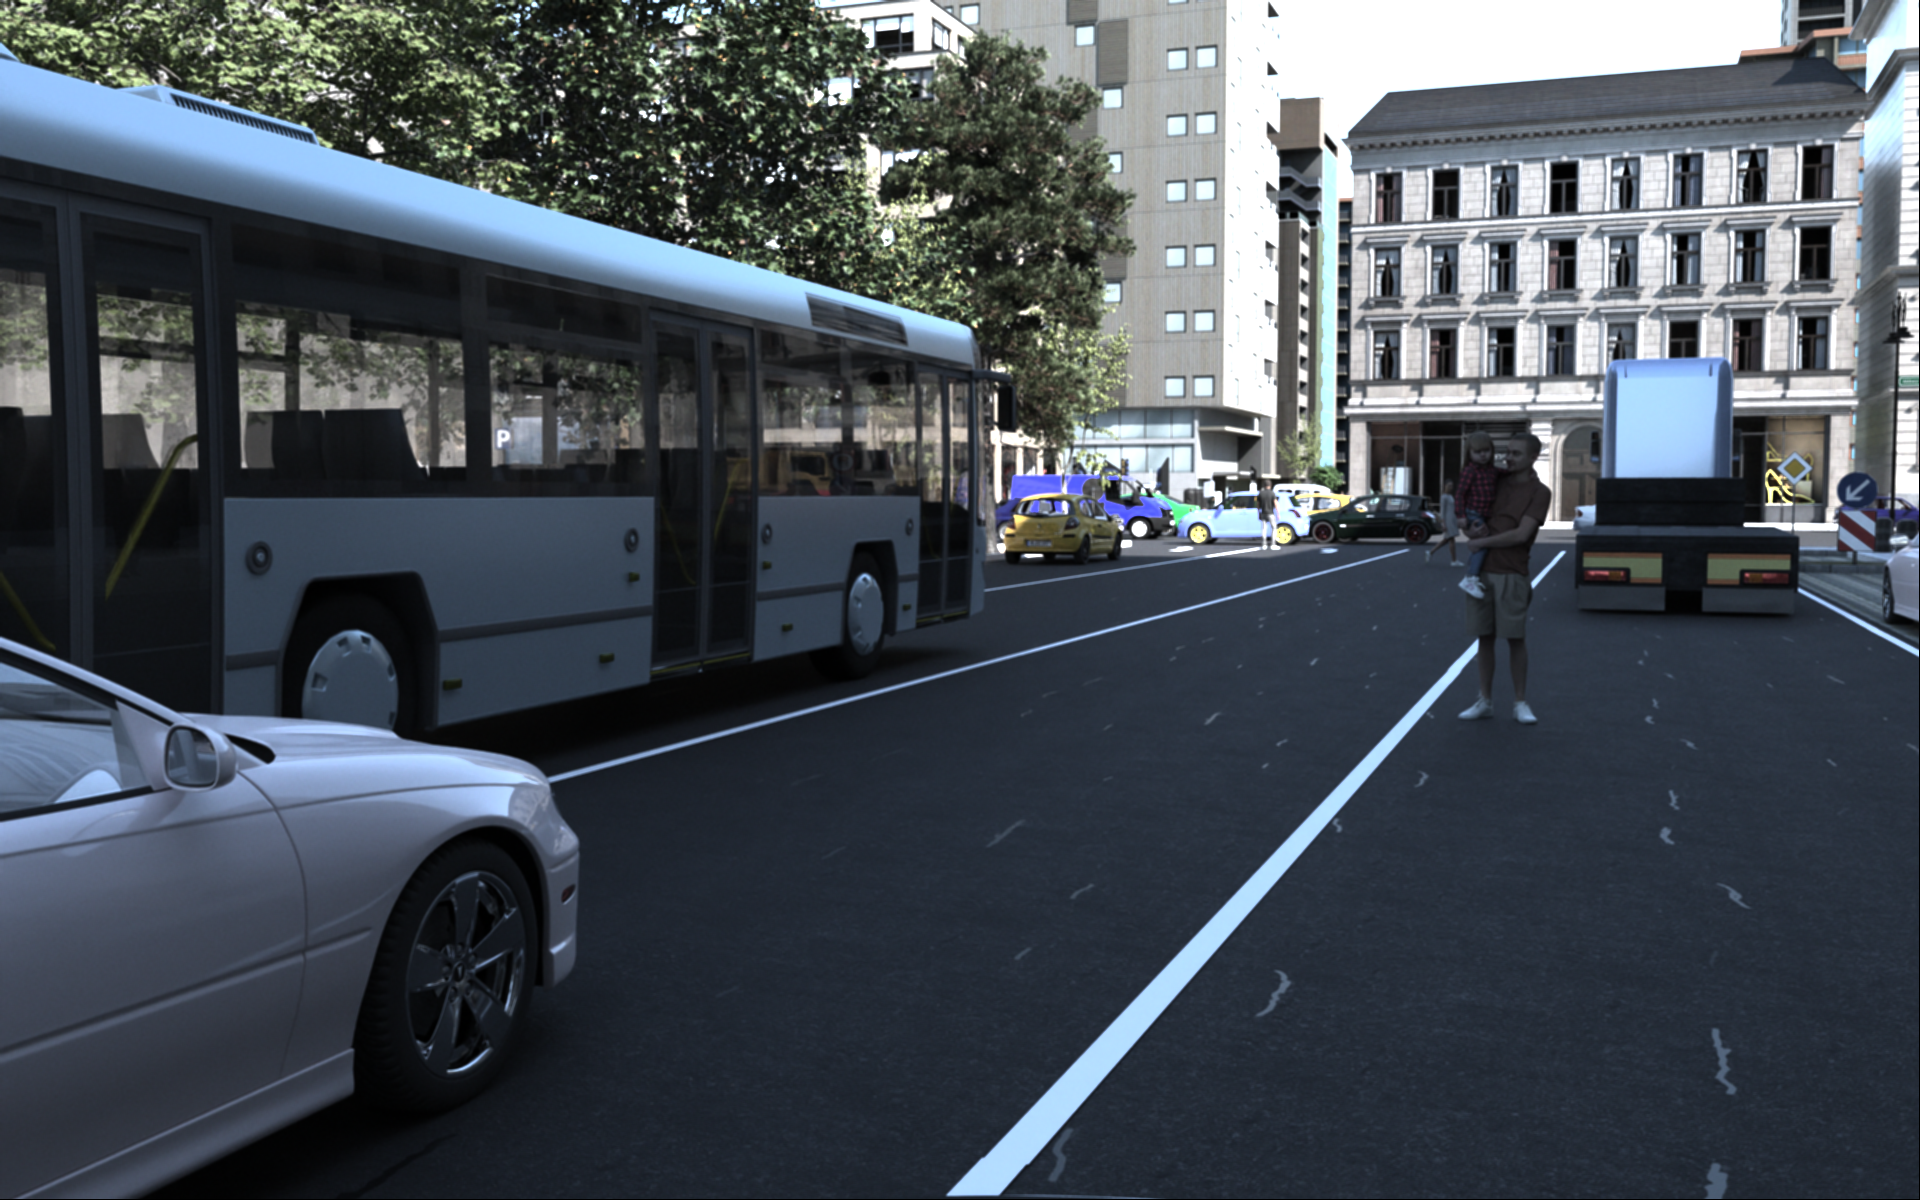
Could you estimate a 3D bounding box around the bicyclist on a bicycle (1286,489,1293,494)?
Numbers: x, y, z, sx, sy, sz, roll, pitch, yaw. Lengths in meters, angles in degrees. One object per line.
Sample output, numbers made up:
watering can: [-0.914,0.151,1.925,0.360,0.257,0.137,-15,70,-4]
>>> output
bicyclist on a bicycle: [12.408,-3.361,64.967,1.625,1.676,1.499,1,4,20]

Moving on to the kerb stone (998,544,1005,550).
kerb stone: [1.032,-1.329,43.927,0.120,0.150,1.000,1,4,21]

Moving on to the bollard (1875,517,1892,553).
bollard: [20.321,-1.432,38.122,0.404,0.777,0.398,0,3,0]

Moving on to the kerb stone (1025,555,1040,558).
kerb stone: [1.541,-1.046,39.354,0.120,0.150,1.000,1,4,21]

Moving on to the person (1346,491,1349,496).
person: [47.998,-12.542,214.003,0.568,1.767,0.683,3,5,43]

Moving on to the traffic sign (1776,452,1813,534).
traffic sign: [19.659,-2.276,40.849,0.795,2.450,0.064,1,4,21]

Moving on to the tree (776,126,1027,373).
tree: [-1.558,-4.957,33.868,4.737,8.622,4.395,0,3,0]

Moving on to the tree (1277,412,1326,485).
tree: [30.406,-12.416,153.367,4.737,8.622,4.395,0,3,0]

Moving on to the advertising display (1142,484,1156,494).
advertising display: [11.889,-6.354,109.106,0.974,1.923,0.123,1,4,22]

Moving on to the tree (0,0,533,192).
tree: [-7.763,-5.926,17.478,7.486,12.596,7.792,0,3,0]

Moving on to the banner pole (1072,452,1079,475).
banner pole: [6.831,-6.864,102.244,0.401,3.779,0.863,-2,4,-26]

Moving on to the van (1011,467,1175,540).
van: [4.277,-3.141,55.745,5.245,2.365,2.240,1,4,19]

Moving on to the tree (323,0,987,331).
tree: [-4.831,-6.524,26.126,9.611,12.733,9.660,0,3,0]

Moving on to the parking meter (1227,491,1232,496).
parking meter: [20.170,-7.401,129.424,0.372,1.533,0.369,0,3,0]

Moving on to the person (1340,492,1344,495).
person: [48.124,-12.796,218.262,0.990,1.755,0.434,1,4,9]

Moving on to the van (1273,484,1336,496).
van: [15.281,-4.073,73.606,4.112,2.044,2.013,1,4,20]

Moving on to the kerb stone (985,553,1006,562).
kerb stone: [0.813,-0.932,37.433,0.120,0.150,1.000,1,4,21]

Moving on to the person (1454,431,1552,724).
person: [3.393,-0.153,10.972,0.580,1.828,0.573,0,4,-2]

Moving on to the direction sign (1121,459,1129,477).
direction sign: [10.592,-7.296,111.282,0.379,3.537,0.876,3,4,37]

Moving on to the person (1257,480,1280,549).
person: [8.068,-2.239,45.237,0.598,1.807,0.434,3,5,42]

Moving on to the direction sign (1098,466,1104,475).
direction sign: [11.005,-8.735,134.808,0.876,3.537,0.379,-3,4,-39]

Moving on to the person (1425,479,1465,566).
person: [9.679,-1.545,34.518,0.760,1.731,0.466,0,4,4]

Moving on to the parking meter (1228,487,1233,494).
parking meter: [21.577,-8.101,138.162,0.255,1.863,0.399,-2,4,-35]

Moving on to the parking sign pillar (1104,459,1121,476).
parking sign pillar: [11.641,-8.798,132.324,1.447,3.967,1.447,1,4,10]

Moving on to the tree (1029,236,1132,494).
tree: [2.695,-5.637,44.992,4.737,8.622,4.395,0,3,0]

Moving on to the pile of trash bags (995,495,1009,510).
pile of trash bags: [2.042,-4.496,83.266,3.447,1.369,1.912,3,4,38]

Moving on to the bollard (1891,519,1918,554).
bollard: [19.166,-1.245,35.067,0.404,0.777,0.398,0,3,0]

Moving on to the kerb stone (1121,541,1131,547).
kerb stone: [4.463,-1.522,47.072,0.120,0.150,1.000,1,4,21]

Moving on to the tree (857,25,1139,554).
tree: [0.561,-7.027,39.411,6.751,12.117,7.091,0,3,0]

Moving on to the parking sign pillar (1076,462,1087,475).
parking sign pillar: [9.721,-9.243,139.596,1.447,3.967,1.447,-2,4,-23]

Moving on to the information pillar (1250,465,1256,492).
information pillar: [23.747,-9.115,140.388,0.504,3.616,0.183,-1,4,-15]

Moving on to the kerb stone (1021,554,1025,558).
kerb stone: [1.178,-0.984,38.393,0.120,0.150,1.000,1,4,21]

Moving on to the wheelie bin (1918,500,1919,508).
wheelie bin: [21.104,-1.788,37.149,0.980,1.594,0.693,2,4,28]

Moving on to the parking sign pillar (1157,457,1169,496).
parking sign pillar: [14.753,-8.412,126.006,1.447,3.967,1.447,2,4,31]
